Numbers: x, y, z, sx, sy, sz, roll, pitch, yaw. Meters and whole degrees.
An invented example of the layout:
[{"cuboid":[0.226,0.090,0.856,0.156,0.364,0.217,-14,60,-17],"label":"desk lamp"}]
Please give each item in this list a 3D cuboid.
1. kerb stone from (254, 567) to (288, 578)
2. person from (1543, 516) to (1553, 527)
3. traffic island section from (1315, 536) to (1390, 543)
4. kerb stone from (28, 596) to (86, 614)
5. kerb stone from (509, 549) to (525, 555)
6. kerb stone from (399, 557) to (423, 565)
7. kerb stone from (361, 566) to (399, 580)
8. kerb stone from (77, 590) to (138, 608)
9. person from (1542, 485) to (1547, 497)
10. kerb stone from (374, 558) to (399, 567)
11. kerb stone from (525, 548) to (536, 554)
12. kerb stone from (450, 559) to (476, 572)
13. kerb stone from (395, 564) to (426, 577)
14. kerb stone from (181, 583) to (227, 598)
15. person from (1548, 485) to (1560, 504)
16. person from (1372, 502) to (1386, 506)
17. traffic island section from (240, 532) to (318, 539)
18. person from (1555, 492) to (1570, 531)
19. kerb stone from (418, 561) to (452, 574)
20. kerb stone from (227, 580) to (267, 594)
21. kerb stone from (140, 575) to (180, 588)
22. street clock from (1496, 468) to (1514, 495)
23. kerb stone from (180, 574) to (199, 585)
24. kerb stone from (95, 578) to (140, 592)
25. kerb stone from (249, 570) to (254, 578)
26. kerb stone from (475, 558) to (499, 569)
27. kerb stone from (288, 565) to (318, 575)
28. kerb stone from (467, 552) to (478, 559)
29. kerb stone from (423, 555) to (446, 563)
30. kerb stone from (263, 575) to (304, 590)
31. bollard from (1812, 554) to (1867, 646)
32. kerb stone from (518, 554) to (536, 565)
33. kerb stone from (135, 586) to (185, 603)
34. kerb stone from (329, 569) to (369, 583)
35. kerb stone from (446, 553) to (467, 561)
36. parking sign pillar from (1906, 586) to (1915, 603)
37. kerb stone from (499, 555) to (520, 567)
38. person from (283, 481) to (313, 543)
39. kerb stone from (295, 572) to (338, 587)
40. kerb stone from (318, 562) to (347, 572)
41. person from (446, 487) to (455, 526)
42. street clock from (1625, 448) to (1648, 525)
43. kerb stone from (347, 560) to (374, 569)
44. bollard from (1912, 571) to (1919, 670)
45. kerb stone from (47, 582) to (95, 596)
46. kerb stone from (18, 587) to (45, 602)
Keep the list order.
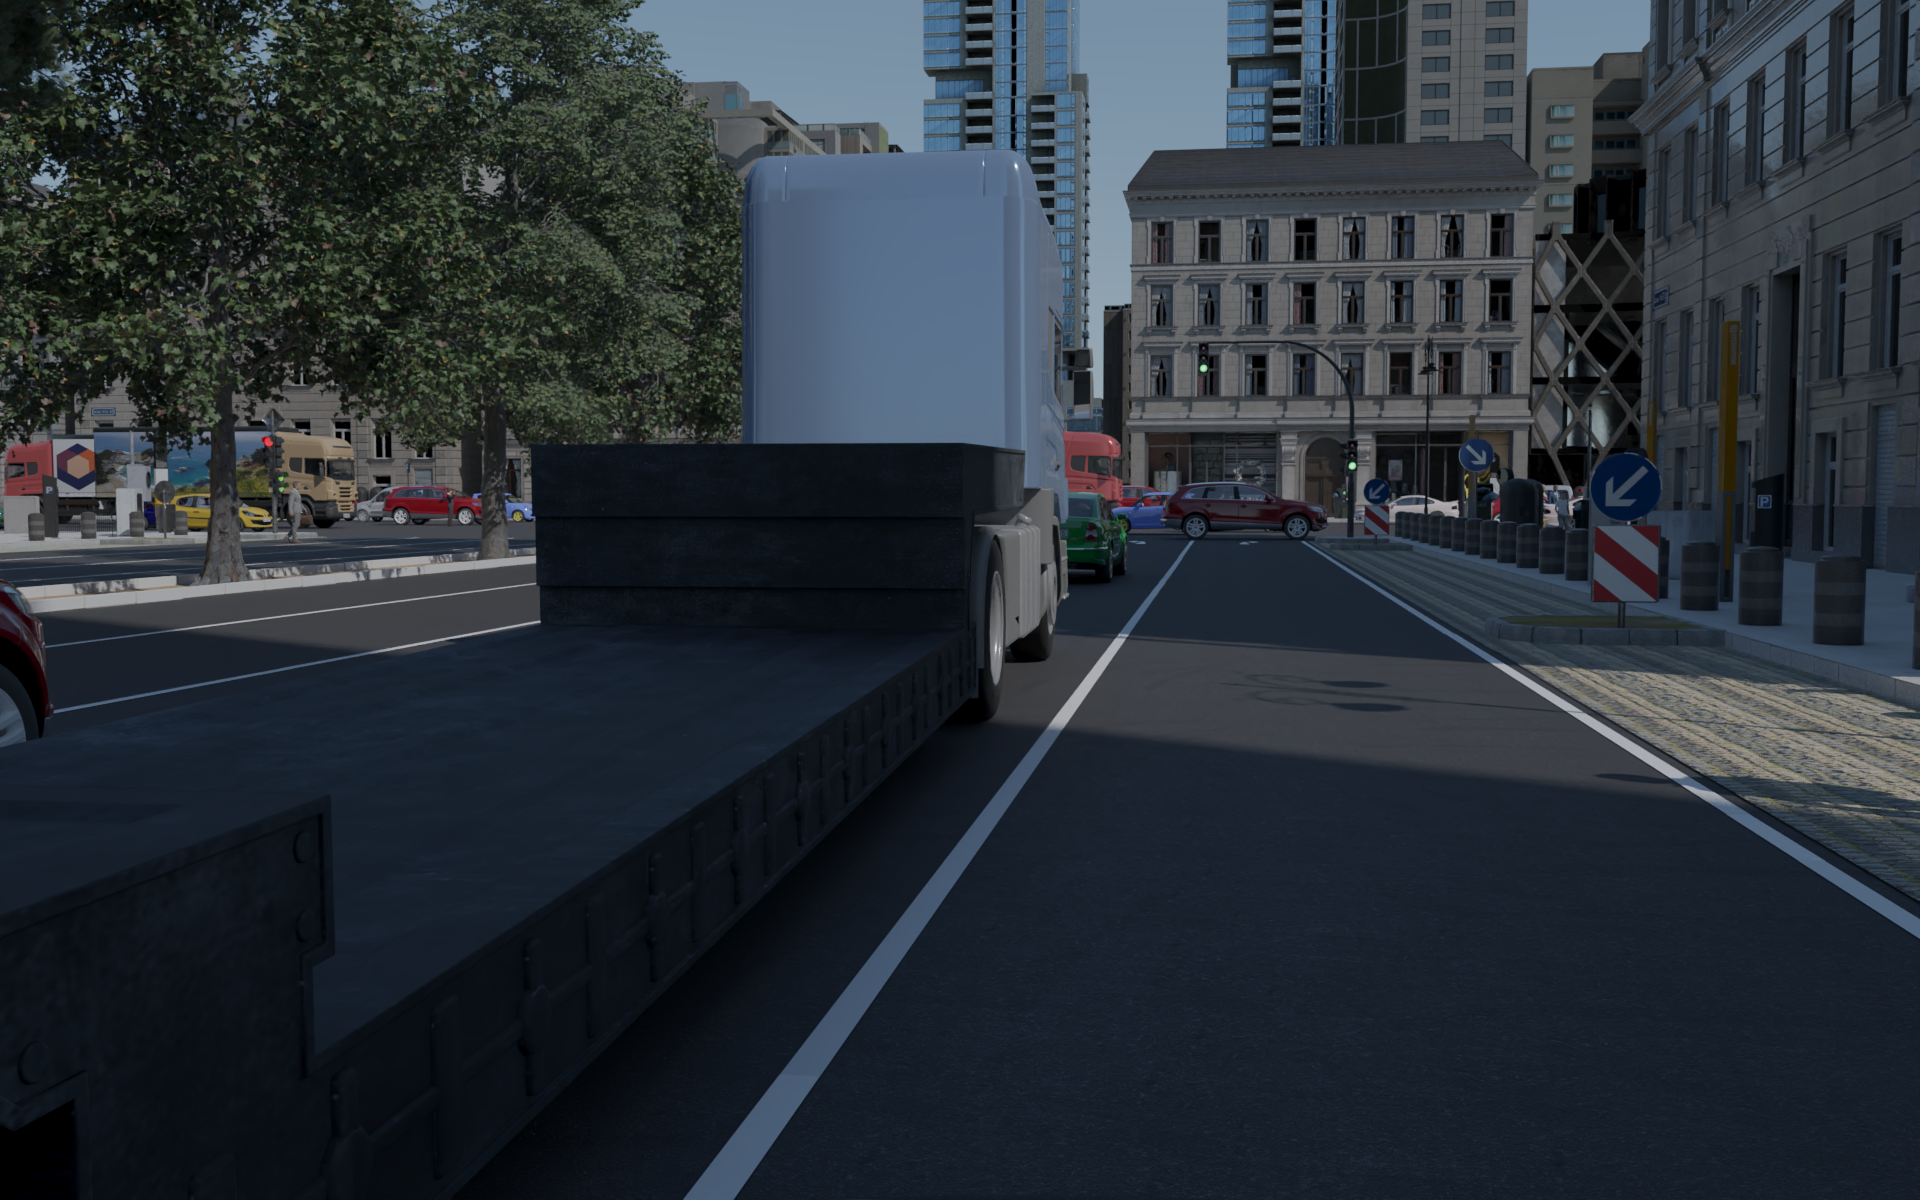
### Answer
[{"cuboid":[-11.892,-0.456,29.677,0.120,0.150,1.000,1,4,9],"label":"kerb stone"},{"cuboid":[19.291,-2.497,57.256,0.347,0.859,0.695,3,5,42],"label":"person"},{"cuboid":[11.560,-1.771,51.231,2.009,0.180,2.903,1,4,9],"label":"traffic island section"},{"cuboid":[-11.087,0.063,21.158,0.120,0.150,1.000,1,4,9],"label":"kerb stone"},{"cuboid":[-10.327,-1.080,39.855,0.120,0.150,1.000,1,4,9],"label":"kerb stone"},{"cuboid":[-11.111,-0.769,34.765,0.120,0.150,1.000,1,4,9],"label":"kerb stone"},{"cuboid":[-9.828,-0.434,29.295,0.120,0.150,1.000,1,4,9],"label":"kerb stone"},{"cuboid":[-10.925,0.001,22.174,0.120,0.150,1.000,1,4,9],"label":"kerb stone"},{"cuboid":[25.036,-4.048,74.562,0.818,1.842,0.514,-1,4,-22],"label":"person"},{"cuboid":[-11.270,-0.707,33.749,0.120,0.150,1.000,1,4,9],"label":"kerb stone"},{"cuboid":[-10.172,-1.142,40.871,0.120,0.150,1.000,1,4,9],"label":"kerb stone"},{"cuboid":[-9.362,-0.622,32.358,0.120,0.150,1.000,1,4,9],"label":"kerb stone"},{"cuboid":[-9.679,-0.492,30.317,0.120,0.150,1.000,1,4,9],"label":"kerb stone"},{"cuboid":[-10.620,-0.119,24.208,0.120,0.150,1.000,1,4,9],"label":"kerb stone"},{"cuboid":[23.340,-3.631,68.047,0.721,1.800,0.419,-2,4,-32],"label":"person"},{"cuboid":[17.589,-3.905,72.771,0.576,1.772,0.534,-1,4,-20],"label":"person"},{"cuboid":[-22.332,-2.089,56.442,2.009,0.180,2.903,1,4,9],"label":"traffic island section"},{"cuboid":[18.322,-2.533,52.514,0.503,1.515,0.523,-2,4,-30],"label":"person"},{"cuboid":[-9.512,-0.559,31.341,0.120,0.150,1.000,1,4,9],"label":"kerb stone"},{"cuboid":[-10.462,-0.185,25.224,0.120,0.150,1.000,1,4,9],"label":"kerb stone"},{"cuboid":[-12.370,-0.269,26.599,0.120,0.150,1.000,1,4,9],"label":"kerb stone"},{"cuboid":[15.284,-2.693,48.593,0.358,2.002,0.471,-2,4,-24],"label":"street clock"},{"cuboid":[-12.210,-0.331,27.627,0.120,0.150,1.000,1,4,9],"label":"kerb stone"},{"cuboid":[-12.523,-0.207,25.582,0.120,0.150,1.000,1,4,9],"label":"kerb stone"},{"cuboid":[-12.060,-0.395,28.650,0.120,0.150,1.000,1,4,9],"label":"kerb stone"},{"cuboid":[-9.195,-0.684,33.374,0.120,0.150,1.000,1,4,9],"label":"kerb stone"},{"cuboid":[-11.739,-0.515,30.694,0.120,0.150,1.000,1,4,9],"label":"kerb stone"},{"cuboid":[-10.639,-0.956,37.819,0.120,0.150,1.000,1,4,9],"label":"kerb stone"},{"cuboid":[-10.961,-0.829,35.782,0.120,0.150,1.000,1,4,9],"label":"kerb stone"},{"cuboid":[-10.302,-0.243,26.240,0.120,0.150,1.000,1,4,9],"label":"kerb stone"},{"cuboid":[7.523,-0.006,14.814,0.404,0.777,0.398,0,3,0],"label":"bollard"},{"cuboid":[-8.884,-0.805,35.410,0.120,0.150,1.000,1,4,9],"label":"kerb stone"},{"cuboid":[-10.762,-0.057,23.190,0.120,0.150,1.000,1,4,9],"label":"kerb stone"},{"cuboid":[-9.991,-0.372,28.275,0.120,0.150,1.000,1,4,9],"label":"kerb stone"},{"cuboid":[-10.794,-0.893,36.803,0.120,0.150,1.000,1,4,9],"label":"kerb stone"},{"cuboid":[11.910,-1.940,20.184,1.447,3.967,1.447,0,4,2],"label":"parking sign pillar"},{"cuboid":[-9.048,-0.743,34.395,0.120,0.150,1.000,1,4,9],"label":"kerb stone"},{"cuboid":[-19.363,-2.564,50.546,0.853,1.813,0.709,-1,4,-10],"label":"person"},{"cuboid":[-10.139,-0.306,27.258,0.120,0.150,1.000,1,4,9],"label":"kerb stone"},{"cuboid":[-11.586,-0.573,31.711,0.120,0.150,1.000,1,4,9],"label":"kerb stone"},{"cuboid":[-22.467,-4.120,76.665,0.742,1.727,0.445,2,4,35],"label":"person"},{"cuboid":[10.635,-1.392,27.322,0.471,2.002,0.358,-3,5,-45],"label":"street clock"},{"cuboid":[-11.423,-0.644,32.725,0.120,0.150,1.000,1,4,9],"label":"kerb stone"},{"cuboid":[7.185,0.127,12.640,0.404,0.777,0.398,0,3,0],"label":"bollard"},{"cuboid":[-12.684,-0.145,24.566,0.120,0.150,1.000,1,4,9],"label":"kerb stone"},{"cuboid":[-12.843,-0.083,23.547,0.120,0.150,1.000,1,4,9],"label":"kerb stone"}]
